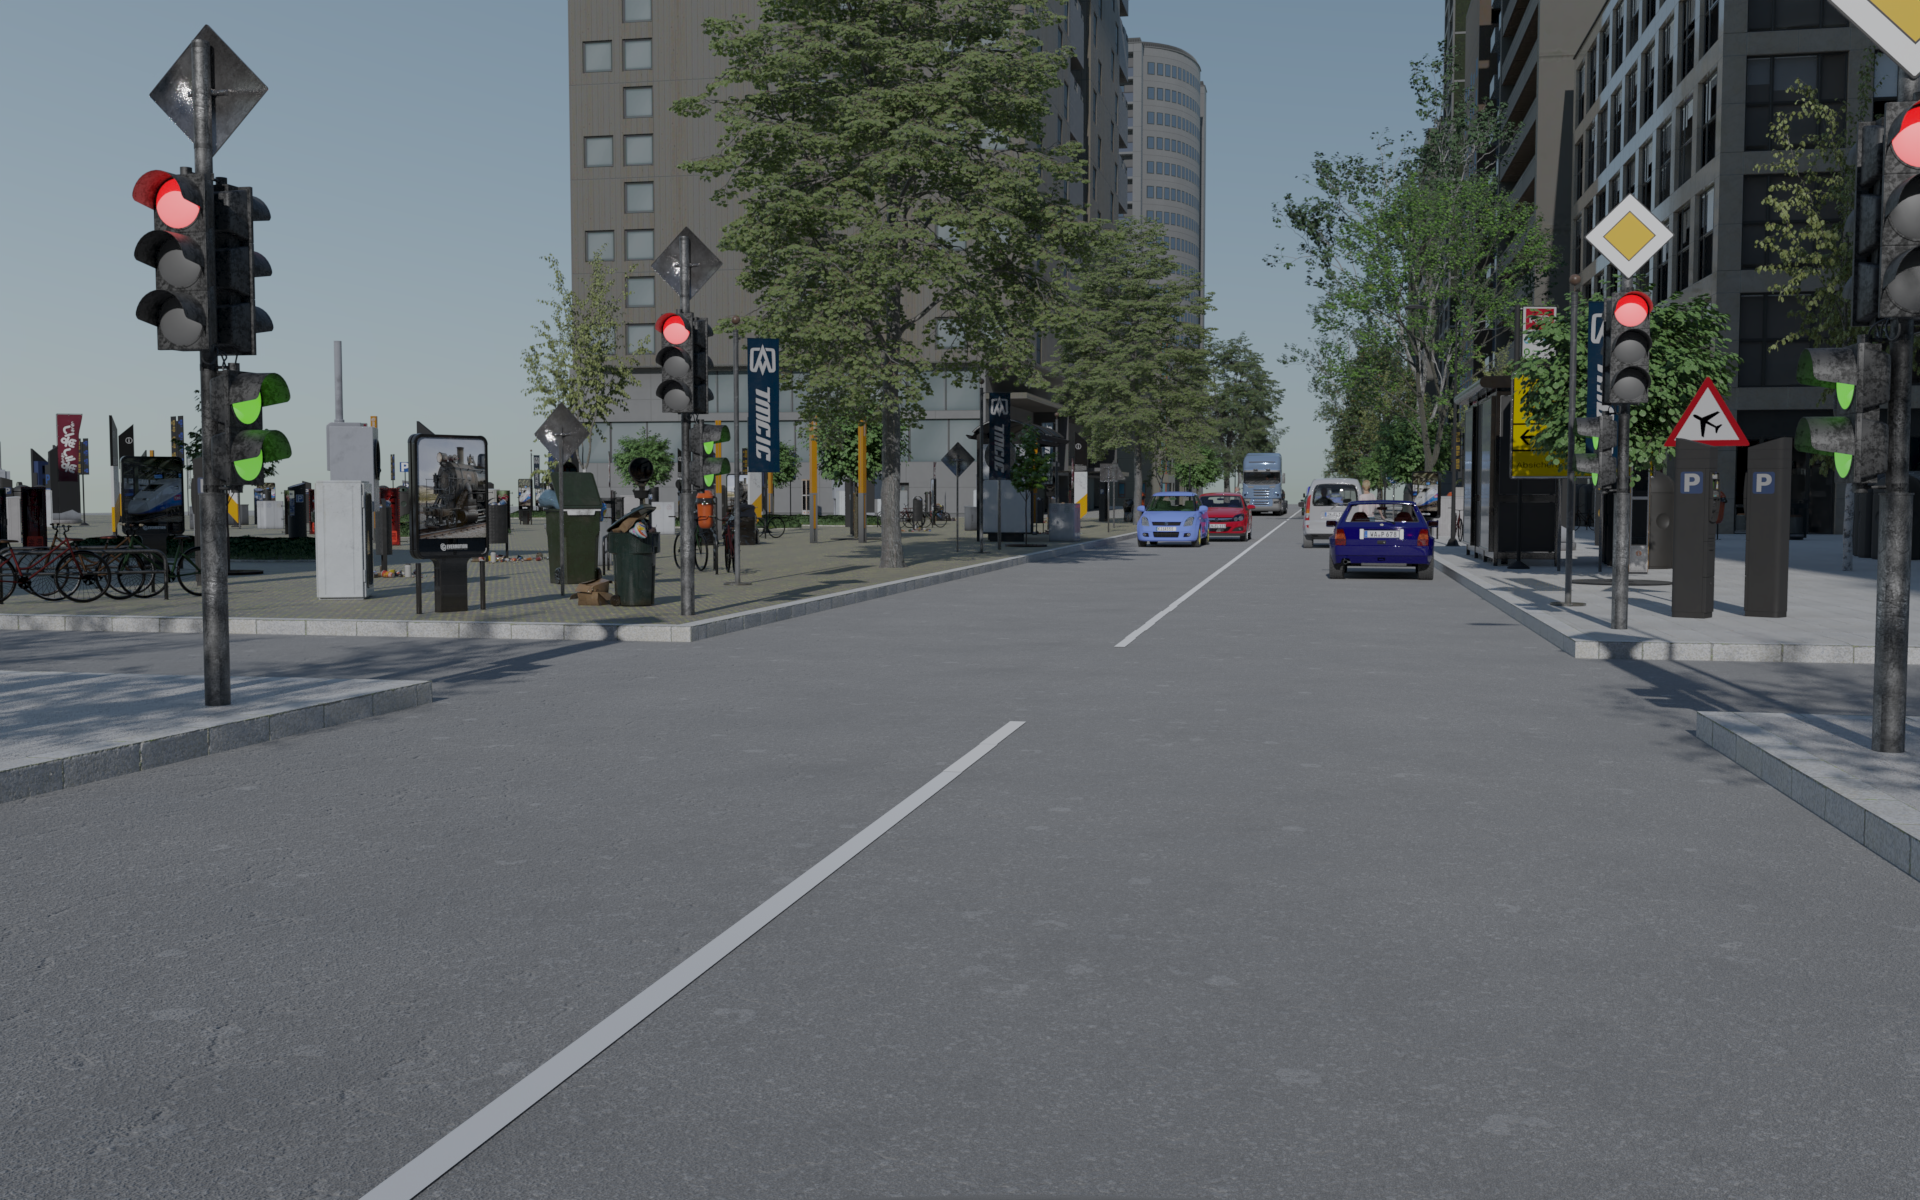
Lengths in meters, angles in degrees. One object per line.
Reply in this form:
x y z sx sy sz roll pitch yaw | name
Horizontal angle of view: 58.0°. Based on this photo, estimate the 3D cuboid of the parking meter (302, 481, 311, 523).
-28.535 -4.284 75.749 0.399 1.863 0.255 -1 4 -13 | parking meter

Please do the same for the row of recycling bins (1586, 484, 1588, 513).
16.072 -2.102 41.473 1.069 1.692 3.534 0 4 6 | row of recycling bins

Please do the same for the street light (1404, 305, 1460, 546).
11.588 -4.281 42.527 1.470 5.913 1.316 1 4 12 | street light

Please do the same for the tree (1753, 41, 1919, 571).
15.046 -4.791 28.701 4.737 8.622 4.395 0 3 0 | tree

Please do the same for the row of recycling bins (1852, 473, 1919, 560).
18.730 -1.715 35.151 1.069 1.692 3.534 1 4 19 | row of recycling bins

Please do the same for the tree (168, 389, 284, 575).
-11.641 -2.014 27.535 1.663 3.219 1.824 0 3 0 | tree

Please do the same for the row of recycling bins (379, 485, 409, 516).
-27.711 -4.565 81.745 3.534 1.692 1.069 0 4 -5 | row of recycling bins

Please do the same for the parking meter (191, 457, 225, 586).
-10.540 -1.137 24.298 0.399 1.863 0.255 0 4 -6 | parking meter

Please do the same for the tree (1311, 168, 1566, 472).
14.868 -7.861 54.283 9.928 11.665 9.643 0 3 0 | tree

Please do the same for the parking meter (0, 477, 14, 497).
-32.822 -3.300 59.672 0.399 1.863 0.255 -3 5 -41 | parking meter

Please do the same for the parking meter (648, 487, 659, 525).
-10.701 -3.187 60.512 0.372 1.533 0.369 0 3 0 | parking meter

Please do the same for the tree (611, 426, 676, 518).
-15.206 -6.104 83.520 4.285 4.588 4.351 0 3 0 | tree

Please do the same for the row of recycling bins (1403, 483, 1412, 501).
15.845 -3.217 59.709 1.069 1.692 3.534 1 4 18 | row of recycling bins

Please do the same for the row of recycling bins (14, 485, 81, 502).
-41.623 -4.401 79.069 1.069 1.692 3.534 1 4 17 | row of recycling bins

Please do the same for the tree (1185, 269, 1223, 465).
6.942 -9.373 71.376 7.486 12.596 7.792 0 3 0 | tree

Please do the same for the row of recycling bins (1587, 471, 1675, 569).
12.122 -1.471 31.164 1.069 1.692 3.534 1 4 13 | row of recycling bins

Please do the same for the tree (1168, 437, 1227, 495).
13.499 -7.059 99.136 4.285 4.588 4.351 0 3 0 | tree

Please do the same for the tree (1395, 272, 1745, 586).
9.399 -2.506 24.694 4.285 4.588 4.351 0 3 0 | tree

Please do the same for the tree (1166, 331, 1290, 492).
20.672 -13.930 134.413 9.857 13.997 8.962 0 3 0 | tree

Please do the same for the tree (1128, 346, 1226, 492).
10.283 -8.372 87.242 4.360 8.622 3.978 0 3 0 | tree

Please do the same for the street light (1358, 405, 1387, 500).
21.528 -7.180 89.938 1.470 5.913 1.316 1 4 12 | street light

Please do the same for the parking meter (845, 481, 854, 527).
-4.290 -3.764 67.257 0.255 1.863 0.399 1 4 19 | parking meter

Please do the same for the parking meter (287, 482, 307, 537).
-14.314 -1.774 37.413 0.372 1.533 0.369 0 3 0 | parking meter

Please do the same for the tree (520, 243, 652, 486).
-11.195 -6.179 51.384 4.737 8.622 4.395 0 3 0 | tree

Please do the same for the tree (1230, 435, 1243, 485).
30.174 -14.270 183.675 4.737 8.622 4.395 0 3 0 | tree

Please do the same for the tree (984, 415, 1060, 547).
1.695 -2.905 42.101 1.663 3.219 1.824 0 3 0 | tree

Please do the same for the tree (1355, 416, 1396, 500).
16.787 -4.921 64.177 4.285 4.588 4.351 0 3 0 | tree

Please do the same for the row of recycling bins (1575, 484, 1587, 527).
24.966 -3.776 68.857 1.069 1.692 3.534 0 4 -3 | row of recycling bins

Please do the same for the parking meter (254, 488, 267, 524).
-29.665 -3.967 73.263 0.372 1.533 0.369 0 3 0 | parking meter

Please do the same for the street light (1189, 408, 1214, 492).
12.930 -7.384 93.263 1.470 5.913 1.316 1 4 12 | street light

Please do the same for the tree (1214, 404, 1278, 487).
27.254 -14.287 168.008 7.601 10.594 8.767 0 4 1 | tree

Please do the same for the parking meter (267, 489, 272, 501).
-31.838 -4.355 79.622 0.372 1.533 0.369 0 3 0 | parking meter

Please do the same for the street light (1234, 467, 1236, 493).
22.936 -10.298 140.912 1.470 5.913 1.316 1 4 12 | street light

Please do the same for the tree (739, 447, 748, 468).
-9.904 -6.554 90.874 4.285 4.588 4.351 0 3 0 | tree

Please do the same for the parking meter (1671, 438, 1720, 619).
7.623 -0.748 17.936 0.399 1.863 0.255 3 5 42 | parking meter

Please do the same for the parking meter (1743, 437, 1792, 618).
8.415 -0.756 18.071 0.255 1.863 0.399 -3 5 -41 | parking meter

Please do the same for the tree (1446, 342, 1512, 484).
25.885 -8.206 84.530 4.737 8.622 4.395 0 3 0 | tree

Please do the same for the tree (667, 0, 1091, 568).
-1.023 -6.811 29.494 7.486 12.596 7.792 0 3 0 | tree

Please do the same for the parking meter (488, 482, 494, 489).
-22.692 -4.770 83.700 0.255 1.863 0.399 -3 5 -40 | parking meter

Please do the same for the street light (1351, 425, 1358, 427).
27.143 -8.847 117.190 1.470 5.913 1.316 1 4 12 | street light

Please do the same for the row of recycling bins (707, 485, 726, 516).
-10.774 -4.286 77.194 1.069 1.692 3.534 0 4 -3 | row of recycling bins

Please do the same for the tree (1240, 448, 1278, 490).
34.415 -15.472 203.334 4.360 8.622 3.978 0 3 0 | tree

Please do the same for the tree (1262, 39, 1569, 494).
19.574 -13.416 75.237 12.611 20.169 13.585 0 3 0 | tree

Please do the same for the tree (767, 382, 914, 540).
-3.021 -3.975 48.699 4.285 4.588 4.351 0 3 0 | tree

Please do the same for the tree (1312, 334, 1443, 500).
30.203 -12.680 124.320 9.611 12.733 9.660 0 3 0 | tree

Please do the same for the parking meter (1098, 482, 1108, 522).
6.666 -4.580 80.595 0.399 1.863 0.255 3 5 40 | parking meter

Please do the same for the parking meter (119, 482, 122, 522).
-37.929 -4.439 78.284 0.399 1.863 0.255 1 4 16 | parking meter

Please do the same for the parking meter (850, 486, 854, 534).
-3.318 -2.858 55.135 0.372 1.533 0.369 0 3 0 | parking meter
